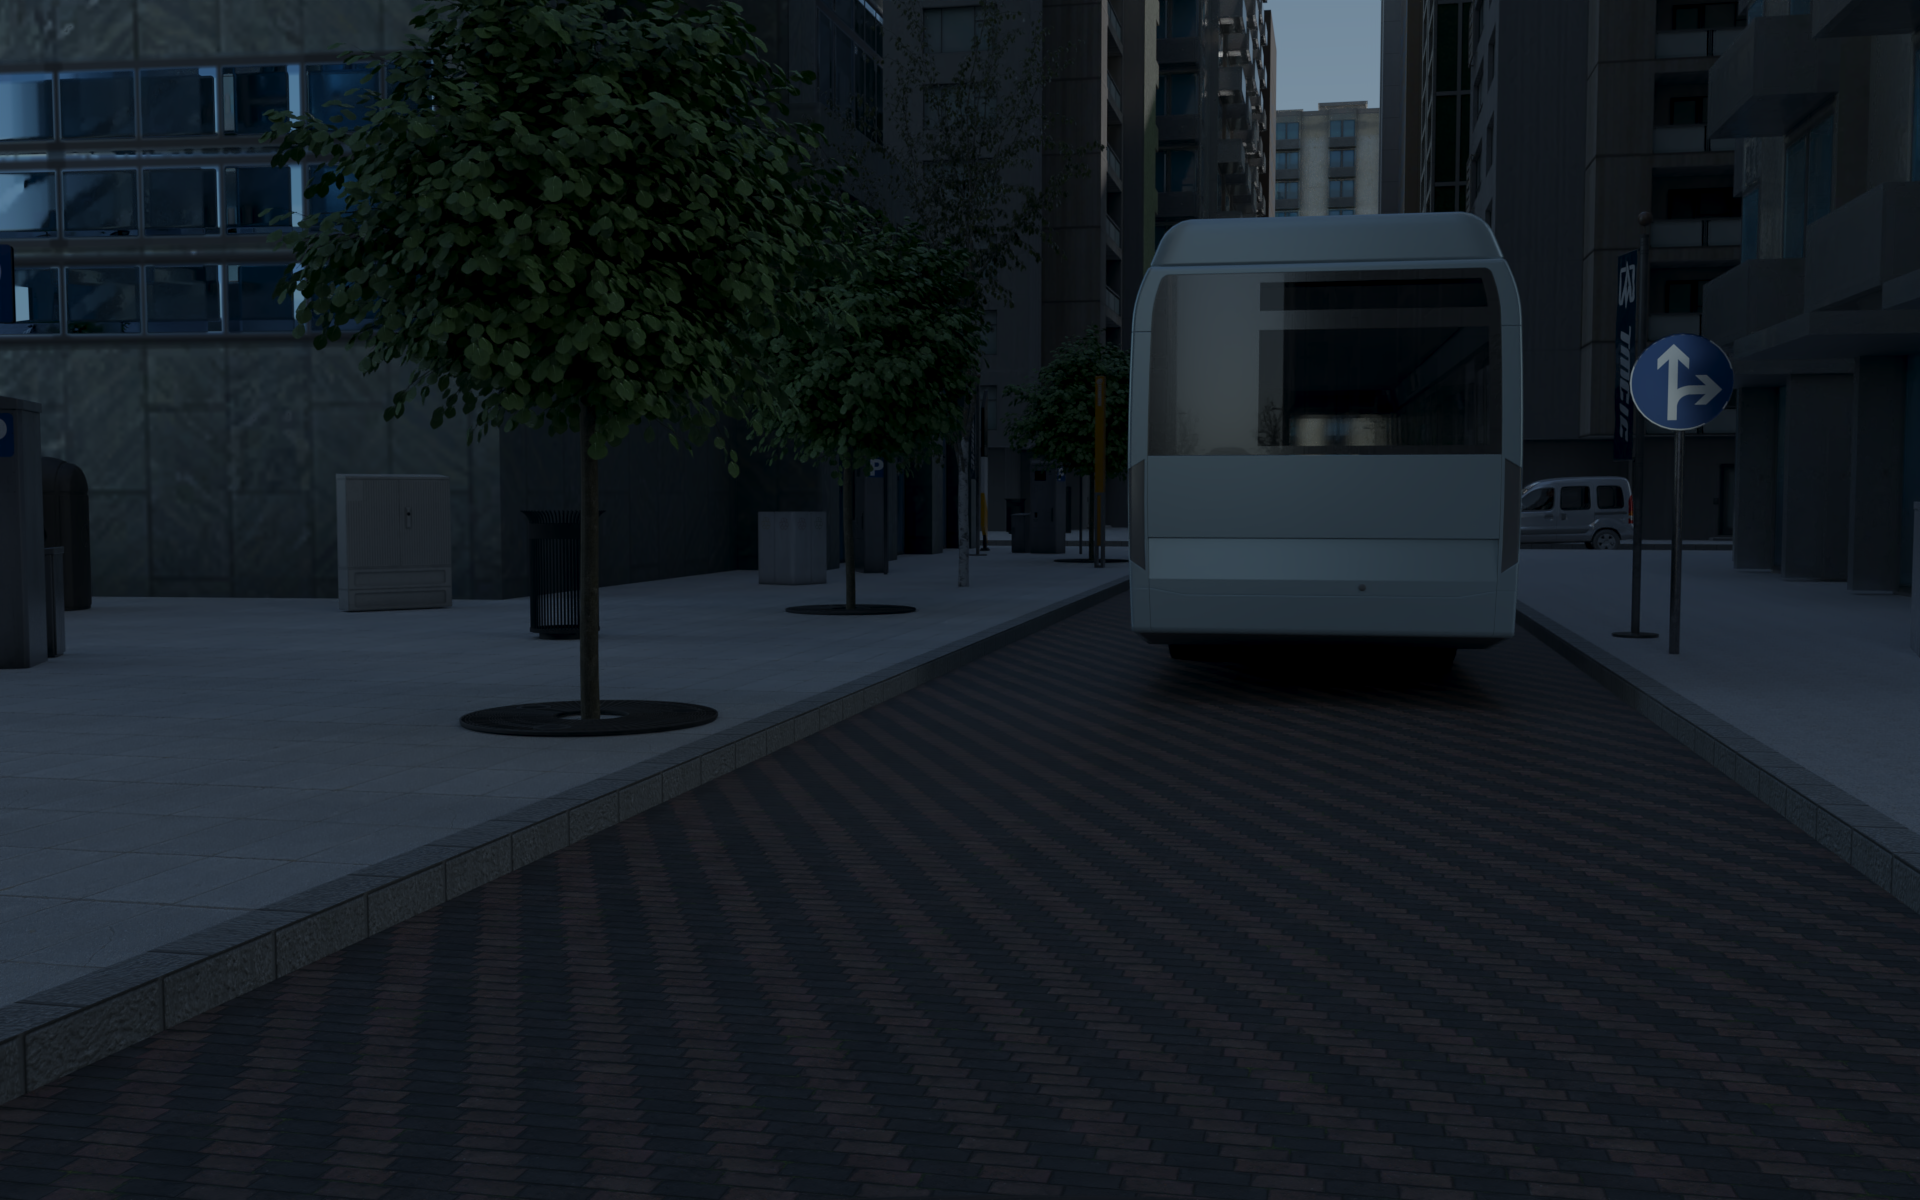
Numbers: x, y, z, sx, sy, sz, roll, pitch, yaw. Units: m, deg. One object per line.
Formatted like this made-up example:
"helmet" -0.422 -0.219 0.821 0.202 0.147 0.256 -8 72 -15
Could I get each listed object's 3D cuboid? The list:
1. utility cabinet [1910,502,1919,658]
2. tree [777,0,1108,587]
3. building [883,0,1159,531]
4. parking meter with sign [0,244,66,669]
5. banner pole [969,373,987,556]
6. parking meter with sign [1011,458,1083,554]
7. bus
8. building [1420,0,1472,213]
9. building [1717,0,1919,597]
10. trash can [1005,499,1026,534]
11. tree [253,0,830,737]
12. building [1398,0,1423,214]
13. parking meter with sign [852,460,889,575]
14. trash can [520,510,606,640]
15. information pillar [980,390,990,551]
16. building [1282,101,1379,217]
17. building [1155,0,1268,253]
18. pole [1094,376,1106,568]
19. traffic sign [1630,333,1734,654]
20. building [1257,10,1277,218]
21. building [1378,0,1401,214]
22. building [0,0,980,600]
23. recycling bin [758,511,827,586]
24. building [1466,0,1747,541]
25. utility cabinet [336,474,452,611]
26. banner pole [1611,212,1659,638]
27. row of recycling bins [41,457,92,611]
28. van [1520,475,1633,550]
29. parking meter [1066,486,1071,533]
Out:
"utility cabinet" 7.864 -0.169 13.929 0.306 1.237 1.020 2 4 25
"tree" -0.190 -4.491 23.787 4.360 8.622 3.978 0 3 0
"building" -0.287 -23.306 64.652 14.154 41.232 14.086 1 4 12
"parking meter with sign" -7.116 -1.019 12.914 0.543 3.016 1.738 -1 4 -16
"banner pole" 0.306 -2.796 35.729 0.401 3.779 0.863 1 4 16
"parking meter with sign" 1.901 -2.510 37.301 1.738 3.016 0.543 2 4 35
"bus" 3.599 -1.414 17.983 2.948 3.499 13.247 1 4 10
"building" 37.298 -40.881 106.655 20.563 71.187 20.611 1 4 12
"building" 21.355 -24.313 17.125 23.786 49.044 30.456 1 4 12
"trash can" 1.781 -2.684 55.533 0.748 1.137 0.748 0 3 0
"tree" -2.027 -1.587 9.653 4.285 4.588 4.351 0 3 0
"building" 39.858 -29.263 128.568 14.600 45.320 14.200 1 4 12
"parking meter with sign" -1.424 -1.960 28.313 0.543 3.016 1.738 -1 4 -17
"trash can" -3.526 -0.231 15.429 0.748 1.137 0.748 0 3 0
"information pillar" 0.549 -2.909 38.915 0.183 3.616 0.504 1 4 10
"building" 46.927 -36.366 214.198 30.456 49.044 23.786 1 4 12
"building" 12.857 -31.750 138.726 23.786 49.044 30.456 1 4 12
"pole" 2.432 -2.215 30.055 0.158 3.312 0.155 0 3 0
"traffic sign" 5.735 -0.839 13.830 0.768 2.556 0.104 1 4 18
"building" 21.801 -31.195 160.140 14.600 45.320 14.200 1 4 12
"building" 53.384 -38.813 176.583 21.231 58.520 28.212 1 4 12
"building" -17.042 -43.955 31.332 31.000 86.520 22.319 1 4 12
"recycling bin" -2.392 -0.745 24.735 0.722 1.027 0.722 3 4 38
"building" 22.993 -22.513 51.683 14.086 41.232 14.154 1 4 12
"utility cabinet" -6.242 -0.640 19.146 1.173 1.500 0.318 -3 5 -40
"banner pole" 6.075 -1.570 15.695 0.401 3.779 0.863 0 4 0
"row of recycling bins" -10.577 -0.660 17.907 1.069 1.692 3.534 1 4 22
"van" 14.036 -2.120 41.678 4.112 2.044 2.013 1 4 13
"parking meter" 3.456 -2.950 56.638 0.372 1.533 0.369 0 3 0
